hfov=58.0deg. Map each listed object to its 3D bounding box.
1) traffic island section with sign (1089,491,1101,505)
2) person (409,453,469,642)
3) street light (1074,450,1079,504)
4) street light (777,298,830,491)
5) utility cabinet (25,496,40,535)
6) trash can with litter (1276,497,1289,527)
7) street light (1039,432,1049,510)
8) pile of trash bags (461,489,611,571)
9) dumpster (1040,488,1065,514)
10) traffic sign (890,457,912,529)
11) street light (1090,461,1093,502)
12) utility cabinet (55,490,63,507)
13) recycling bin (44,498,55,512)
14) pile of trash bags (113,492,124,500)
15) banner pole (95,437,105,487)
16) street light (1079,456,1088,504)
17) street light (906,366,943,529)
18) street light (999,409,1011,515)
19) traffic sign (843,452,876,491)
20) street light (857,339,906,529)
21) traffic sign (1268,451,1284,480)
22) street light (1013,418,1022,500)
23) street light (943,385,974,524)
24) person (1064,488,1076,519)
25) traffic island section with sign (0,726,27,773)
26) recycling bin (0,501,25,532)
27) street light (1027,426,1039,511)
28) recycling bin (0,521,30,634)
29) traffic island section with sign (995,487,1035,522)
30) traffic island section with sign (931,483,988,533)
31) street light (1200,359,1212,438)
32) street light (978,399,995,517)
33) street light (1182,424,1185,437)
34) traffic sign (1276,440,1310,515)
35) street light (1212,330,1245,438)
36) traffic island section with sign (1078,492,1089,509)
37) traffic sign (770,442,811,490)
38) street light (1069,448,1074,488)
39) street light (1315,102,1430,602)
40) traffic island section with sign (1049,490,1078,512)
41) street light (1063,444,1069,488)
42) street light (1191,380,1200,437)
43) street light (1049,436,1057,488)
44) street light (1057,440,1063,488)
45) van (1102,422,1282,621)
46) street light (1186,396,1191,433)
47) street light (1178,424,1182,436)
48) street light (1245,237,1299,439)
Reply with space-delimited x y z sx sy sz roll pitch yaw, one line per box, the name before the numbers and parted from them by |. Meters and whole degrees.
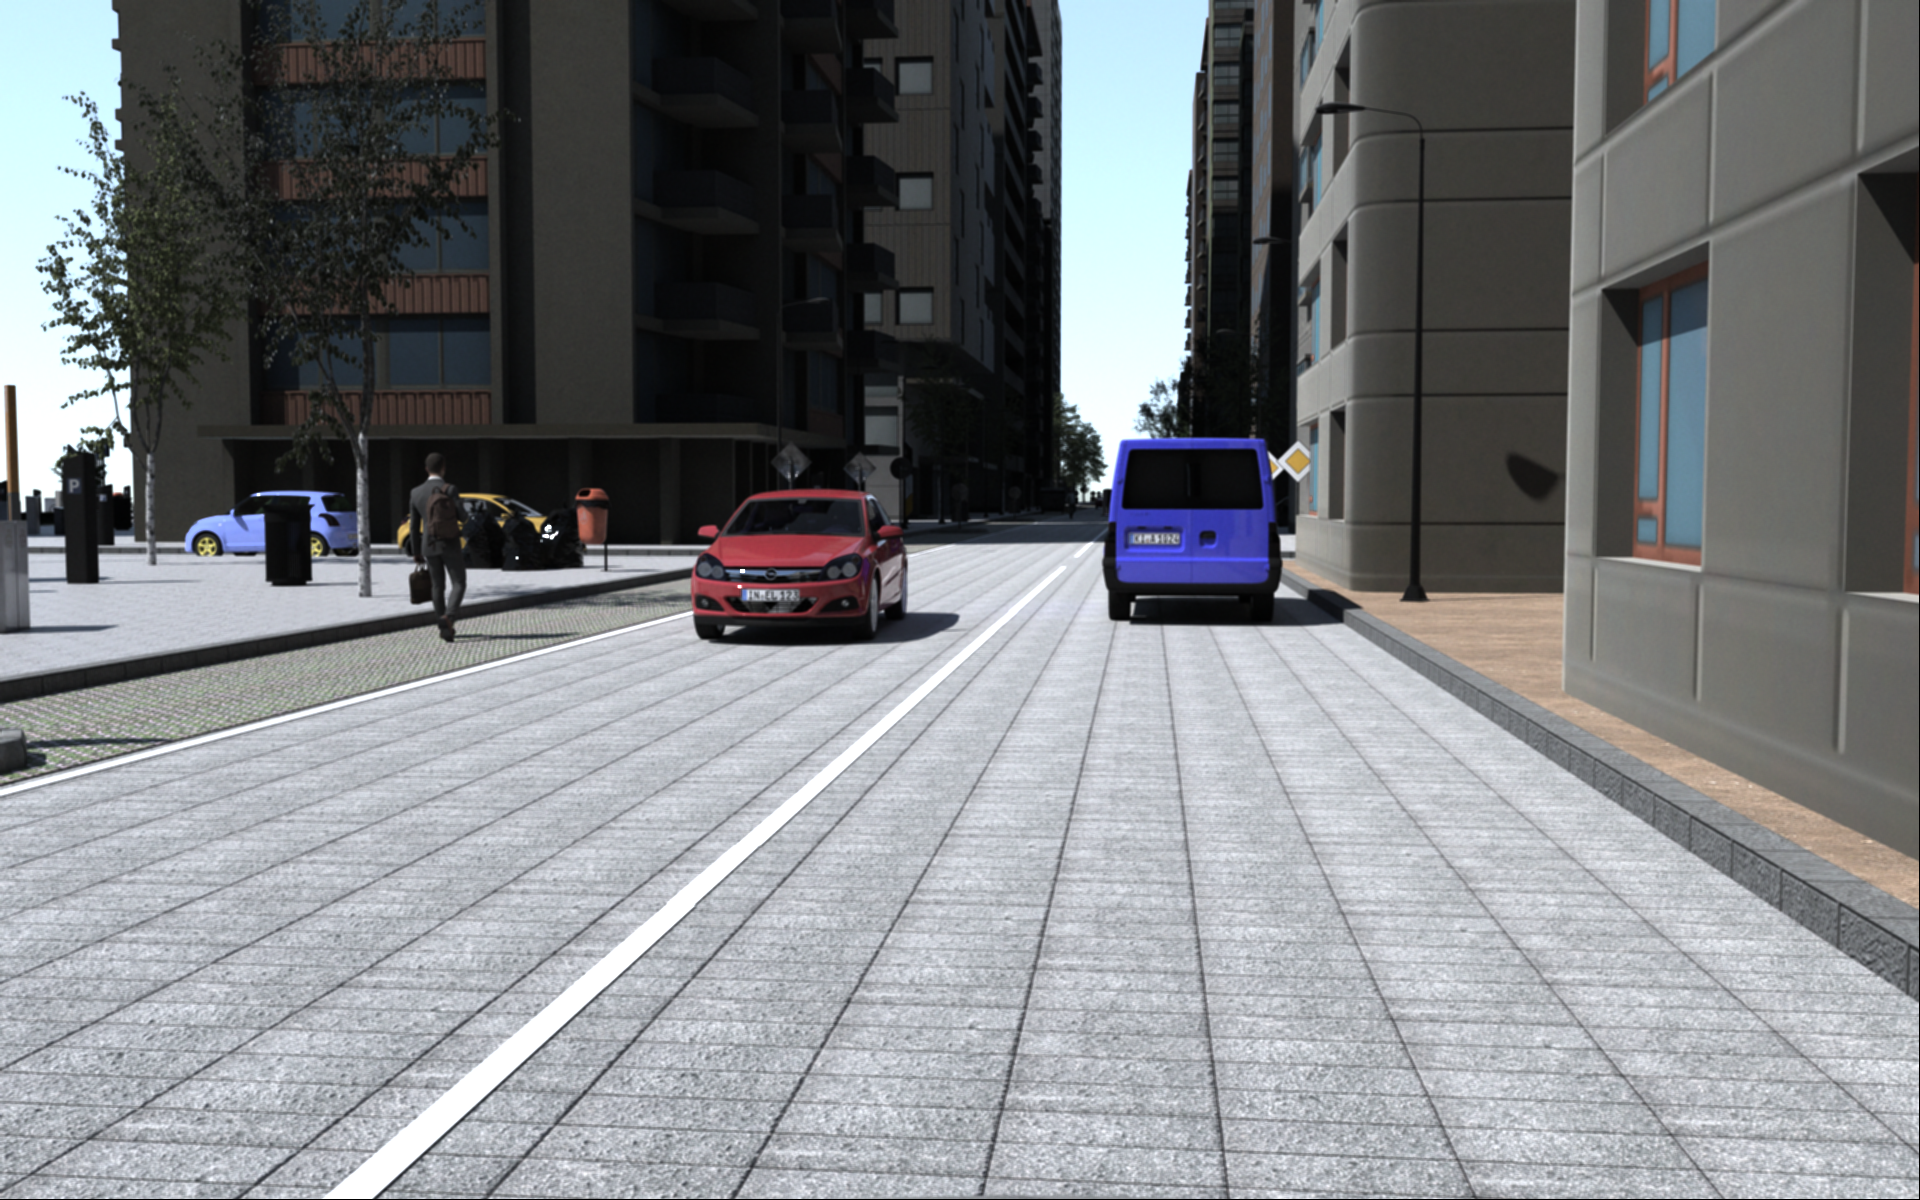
traffic island section with sign | 17.163 -13.069 222.300 1.989 1.847 2.006 0 4 6
person | -5.083 -0.516 16.899 0.622 1.834 0.822 0 4 1
street light | 11.593 -12.908 183.593 1.470 5.913 1.316 0 4 6
street light | -3.773 -4.202 41.248 1.470 5.913 1.316 0 4 6
utility cabinet | -29.582 -2.698 55.280 0.306 1.237 1.020 -1 4 -22
trash can with litter | 12.395 -3.437 67.584 1.055 1.170 0.624 0 4 2
street light | 5.654 -9.549 128.672 1.470 5.913 1.316 0 4 6
pile of trash bags | -7.103 -1.211 29.558 3.447 1.369 1.912 3 5 41
dumpster | 6.609 -7.043 123.367 1.865 1.857 1.264 0 4 5
traffic sign | -2.055 -3.657 59.905 0.768 2.556 0.104 1 4 12
street light | 16.832 -15.956 233.421 1.470 5.913 1.316 0 4 6
utility cabinet | -54.569 -5.914 105.375 0.318 1.500 1.173 0 4 1
recycling bin | -61.186 -6.358 116.510 0.722 1.027 0.722 -2 4 -26
pile of trash bags | -43.421 -5.055 92.408 3.447 1.369 1.912 -3 5 -44
banner pole | -37.934 -5.289 76.488 0.863 3.779 0.401 2 4 33
street light | 14.604 -14.595 211.172 1.470 5.913 1.316 0 4 6
street light | -1.500 -5.529 62.944 1.470 5.913 1.316 0 4 6
street light | 1.974 -7.491 95.012 1.470 5.913 1.316 0 4 6
traffic sign | -2.377 -2.289 41.075 0.795 2.450 0.064 0 4 6
street light | -2.519 -4.873 52.216 1.470 5.913 1.316 0 4 6
traffic sign | 7.110 -2.226 40.034 0.795 2.450 0.064 0 4 6
street light | 3.068 -8.145 105.708 1.470 5.913 1.316 0 4 6
street light | -0.226 -6.182 73.621 1.470 5.913 1.316 0 4 6
person | 6.372 -5.610 100.706 0.782 1.767 0.515 -3 4 -37
traffic island section with sign | -5.911 -0.001 8.642 1.989 1.847 2.006 0 4 6
recycling bin | -34.565 -3.072 62.777 0.722 1.027 0.722 0 4 0
street light | 4.433 -8.883 117.776 1.470 5.913 1.316 0 4 6
recycling bin | -9.164 -0.218 16.113 0.722 1.027 0.722 -1 4 -10
traffic island section with sign | 2.905 -4.994 90.280 1.989 1.847 2.006 0 4 6
traffic island section with sign | 0.013 -3.355 63.480 1.989 1.847 2.006 0 4 6
street light | 9.118 -5.332 59.725 1.470 5.913 1.316 0 4 6
street light | 0.901 -6.836 84.314 1.470 5.913 1.316 0 4 6
street light | 12.758 -7.348 92.675 1.470 5.913 1.316 0 4 6
traffic sign | 6.253 -1.740 32.094 0.795 2.450 0.064 0 4 6
street light | 7.948 -4.679 49.037 1.470 5.913 1.316 0 4 6
traffic island section with sign | 11.200 -9.692 167.085 1.989 1.847 2.006 0 4 6
traffic sign | -3.234 -1.804 33.136 0.795 2.450 0.064 0 4 6
street light | 10.402 -12.255 172.907 1.470 5.913 1.316 0 4 6
street light | 4.914 -2.942 20.651 1.470 5.913 1.316 0 4 6
traffic island section with sign | 8.243 -8.016 139.697 1.989 1.847 2.006 0 4 6
street light | 9.186 -11.580 161.868 1.470 5.913 1.316 0 4 6
street light | 10.268 -5.988 70.448 1.470 5.913 1.316 0 4 6
street light | 6.801 -10.203 139.362 1.470 5.913 1.316 0 4 6
street light | 7.897 -10.857 150.058 1.470 5.913 1.316 0 4 6
van | 2.815 -1.032 21.256 2.240 2.365 5.245 0 4 7
street light | 11.530 -6.694 81.993 1.470 5.913 1.316 0 4 6
street light | 14.920 -8.668 114.259 1.470 5.913 1.316 0 4 6
street light | 5.985 -3.600 31.394 1.470 5.913 1.316 0 4 6
